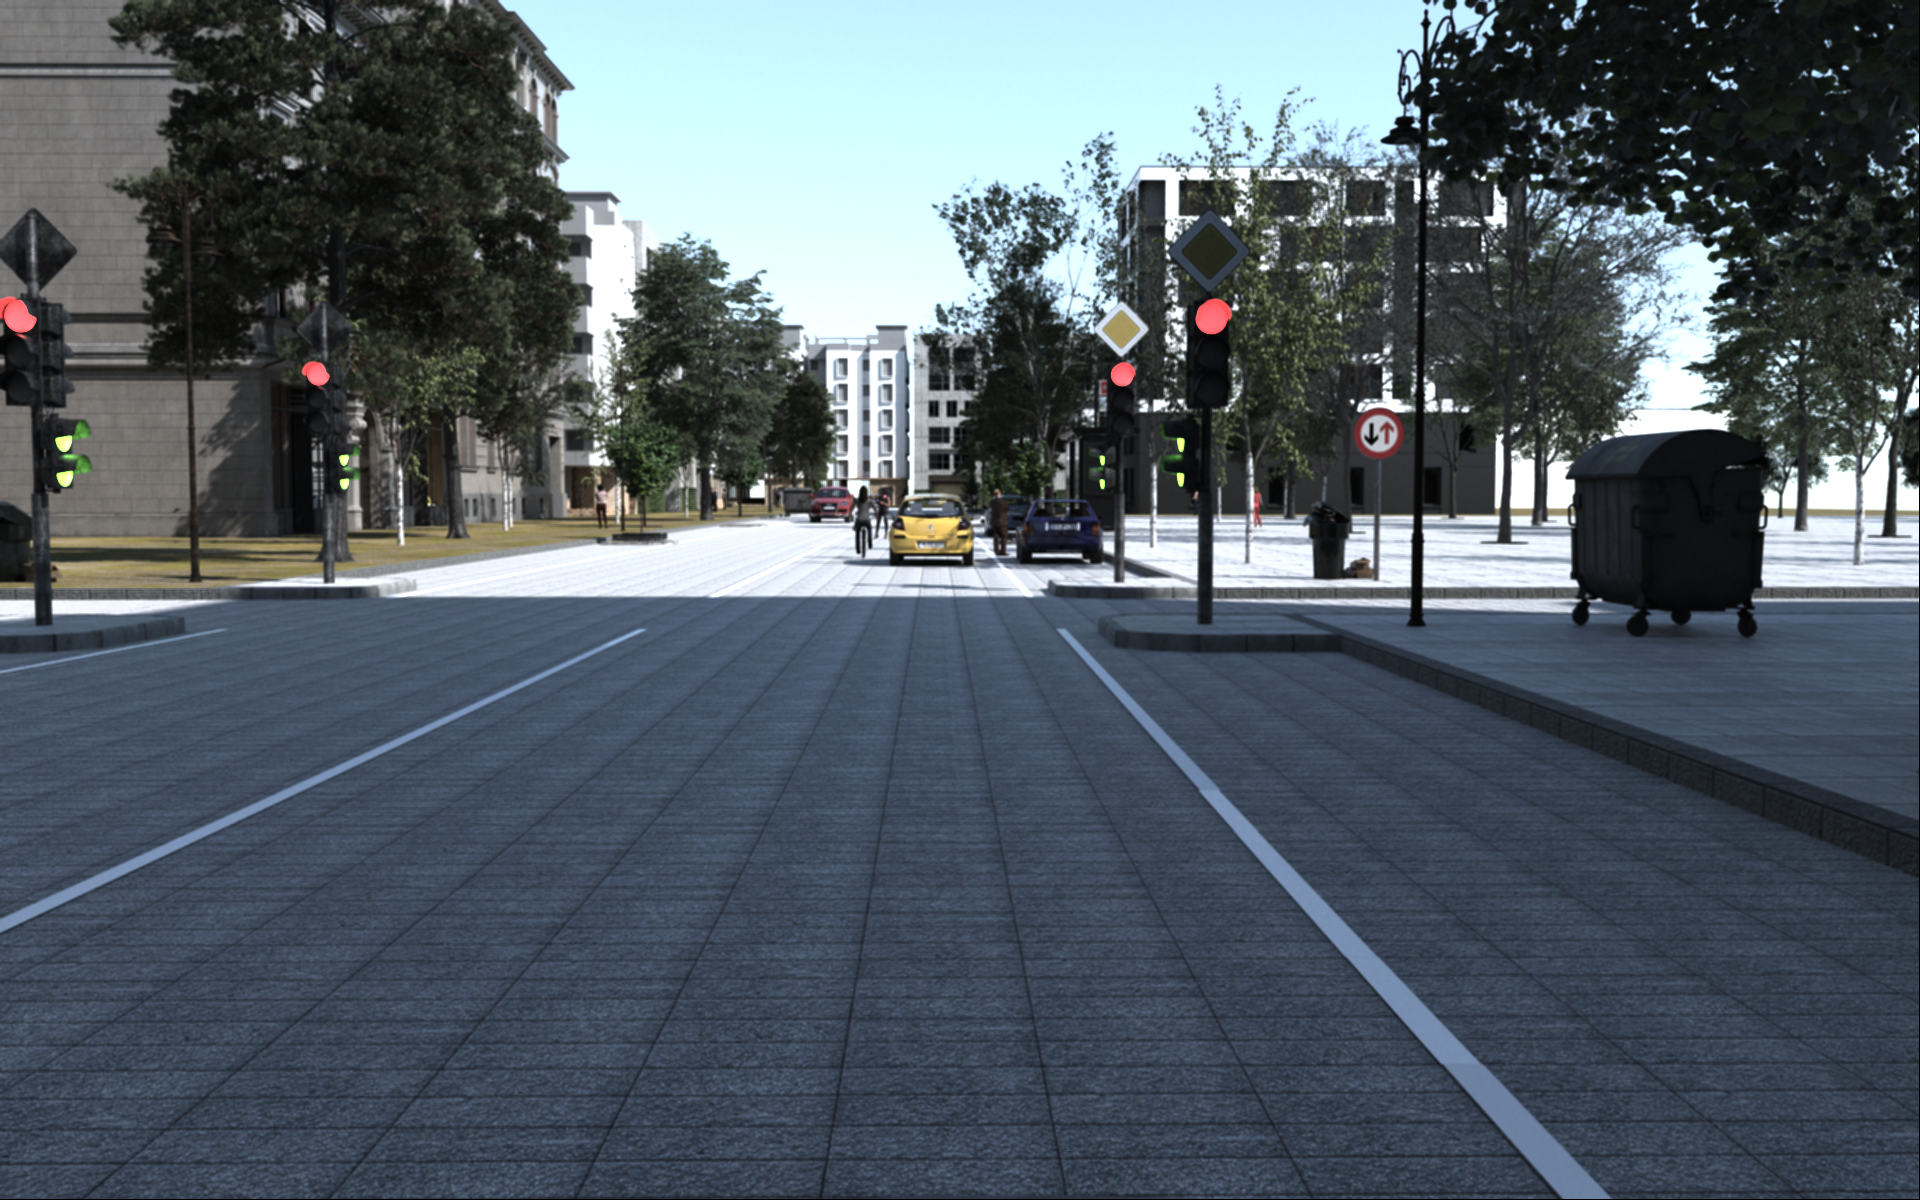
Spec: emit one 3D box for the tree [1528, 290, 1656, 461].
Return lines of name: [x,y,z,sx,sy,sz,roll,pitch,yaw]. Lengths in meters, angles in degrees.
tree: [22.253,-6.782,61.252,4.360,8.622,3.978,0,3,0]

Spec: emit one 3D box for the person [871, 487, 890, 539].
person: [-2.518,-2.762,55.131,0.593,1.643,0.415,-1,4,-9]

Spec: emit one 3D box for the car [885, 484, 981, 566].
car: [-0.573,-1.576,35.998,2.015,1.641,3.980,0,4,0]

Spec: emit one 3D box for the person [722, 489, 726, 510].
person: [-19.428,-8.282,142.158,0.721,1.736,1.217,-1,4,-11]

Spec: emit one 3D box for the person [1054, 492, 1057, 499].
person: [6.882,-7.314,127.094,0.415,1.643,0.593,2,4,35]

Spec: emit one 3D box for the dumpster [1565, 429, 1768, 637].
dumpster: [6.602,-0.641,16.237,1.264,1.857,1.865,0,4,-1]

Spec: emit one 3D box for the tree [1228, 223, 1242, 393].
tree: [12.616,-8.929,56.364,12.009,13.543,11.850,0,3,0]

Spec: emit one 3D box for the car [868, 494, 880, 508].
car: [-7.516,-8.718,154.536,2.014,1.417,4.499,0,4,-1]

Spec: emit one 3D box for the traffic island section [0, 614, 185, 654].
traffic island section: [-8.996,0.324,16.978,2.009,0.180,2.903,0,4,-1]

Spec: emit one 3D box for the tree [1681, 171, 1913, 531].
tree: [29.122,-8.693,60.260,7.486,12.596,7.792,0,3,0]

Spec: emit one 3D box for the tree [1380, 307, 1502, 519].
tree: [25.645,-10.046,90.007,9.928,11.665,9.643,0,3,0]

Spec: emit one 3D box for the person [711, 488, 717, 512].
person: [-17.858,-7.295,125.875,0.434,1.755,0.990,-2,4,-23]

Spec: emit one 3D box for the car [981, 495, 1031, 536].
car: [1.756,-2.924,59.817,2.014,1.417,4.499,0,4,-1]

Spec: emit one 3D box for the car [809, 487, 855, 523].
car: [-6.482,-4.860,88.127,2.281,1.827,5.304,0,4,0]

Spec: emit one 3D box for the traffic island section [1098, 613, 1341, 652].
traffic island section: [2.445,0.315,17.135,2.009,0.180,2.903,0,4,-1]

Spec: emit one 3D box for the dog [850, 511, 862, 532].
dog: [-3.994,-2.998,65.849,0.800,0.831,0.513,-2,4,-29]

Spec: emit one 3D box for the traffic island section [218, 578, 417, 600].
traffic island section: [-9.109,-0.164,24.963,2.009,0.180,2.903,0,4,-1]

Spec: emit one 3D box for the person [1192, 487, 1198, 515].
person: [14.267,-6.034,105.410,0.721,1.736,1.217,1,4,13]

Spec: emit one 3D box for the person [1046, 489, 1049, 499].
person: [8.375,-9.784,166.541,0.617,1.759,0.750,0,4,4]

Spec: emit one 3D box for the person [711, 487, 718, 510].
person: [-19.833,-8.075,138.148,1.350,1.814,0.705,3,5,45]

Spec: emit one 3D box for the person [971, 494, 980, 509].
person: [1.115,-7.487,131.853,0.756,1.711,0.436,3,5,45]

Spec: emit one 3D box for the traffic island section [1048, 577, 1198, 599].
traffic island section: [2.331,-0.174,25.120,2.009,0.180,2.903,0,4,-1]

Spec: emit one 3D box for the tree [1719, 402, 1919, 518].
tree: [51.753,-7.897,92.030,20.602,7.101,11.467,-1,4,-18]

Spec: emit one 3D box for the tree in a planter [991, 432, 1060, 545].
tree in a planter: [1.979,-3.209,49.686,1.991,3.239,1.994,0,4,-1]

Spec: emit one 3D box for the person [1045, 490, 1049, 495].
person: [7.776,-9.192,157.154,1.217,1.723,0.721,2,4,26]

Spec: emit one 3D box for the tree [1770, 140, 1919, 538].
tree: [27.677,-7.656,50.935,9.928,11.665,9.643,0,3,0]

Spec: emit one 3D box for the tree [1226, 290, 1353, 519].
tree: [17.068,-10.214,89.055,6.751,12.117,7.091,0,3,0]

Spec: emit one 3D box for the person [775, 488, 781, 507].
person: [-17.621,-9.854,167.018,0.709,1.838,0.599,3,4,37]

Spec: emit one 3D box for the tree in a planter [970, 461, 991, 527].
tree in a planter: [1.580,-4.880,77.004,1.991,3.239,1.994,0,4,-1]

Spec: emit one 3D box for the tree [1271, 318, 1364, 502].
tree: [15.085,-7.441,72.027,4.360,8.622,3.978,0,3,0]

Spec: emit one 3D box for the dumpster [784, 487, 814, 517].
dumpster: [-10.107,-6.141,108.614,1.865,1.857,1.264,0,4,1]

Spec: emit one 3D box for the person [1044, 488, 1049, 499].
person: [5.806,-6.870,118.380,0.705,1.823,1.348,-2,4,-30]

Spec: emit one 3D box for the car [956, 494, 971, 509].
car: [0.162,-9.562,166.122,2.009,1.686,4.222,0,4,-2]

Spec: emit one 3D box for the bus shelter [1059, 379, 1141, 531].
bus shelter: [4.534,-4.931,58.256,2.179,5.291,8.768,0,4,-1]

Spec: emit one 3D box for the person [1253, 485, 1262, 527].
person: [11.499,-3.649,67.414,0.593,1.614,0.444,0,4,-2]

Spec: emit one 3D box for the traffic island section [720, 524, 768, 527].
traffic island section: [-9.517,-3.286,76.590,1.991,0.108,1.994,0,4,-1]

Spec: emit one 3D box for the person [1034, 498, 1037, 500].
person: [6.534,-8.825,151.057,0.721,1.743,1.217,-3,5,-42]

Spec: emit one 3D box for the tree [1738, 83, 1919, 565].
tree: [16.109,-4.921,30.828,4.360,8.622,3.978,0,3,0]

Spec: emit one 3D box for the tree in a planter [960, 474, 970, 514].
tree in a planter: [0.886,-7.927,126.834,1.991,3.239,1.994,0,4,-1]

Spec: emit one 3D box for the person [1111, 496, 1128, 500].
person: [9.413,-5.935,102.706,1.348,1.869,0.705,-2,4,-35]

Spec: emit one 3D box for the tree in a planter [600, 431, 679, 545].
tree in a planter: [-9.130,-3.201,49.553,1.991,3.239,1.994,0,4,-1]

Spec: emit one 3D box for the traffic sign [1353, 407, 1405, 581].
traffic sign: [6.156,-1.555,25.537,0.768,2.556,0.104,0,3,0]

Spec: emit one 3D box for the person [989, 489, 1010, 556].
person: [0.904,-1.801,40.214,0.482,1.546,0.388,2,4,32]

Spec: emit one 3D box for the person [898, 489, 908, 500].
person: [-4.835,-8.758,151.318,1.348,1.869,0.705,-3,4,-38]

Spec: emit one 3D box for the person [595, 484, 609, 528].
person: [-13.490,-3.525,65.135,0.517,1.644,0.566,2,4,26]

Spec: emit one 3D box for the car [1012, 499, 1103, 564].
car: [2.089,-1.489,36.919,1.945,1.354,3.894,0,4,0]
